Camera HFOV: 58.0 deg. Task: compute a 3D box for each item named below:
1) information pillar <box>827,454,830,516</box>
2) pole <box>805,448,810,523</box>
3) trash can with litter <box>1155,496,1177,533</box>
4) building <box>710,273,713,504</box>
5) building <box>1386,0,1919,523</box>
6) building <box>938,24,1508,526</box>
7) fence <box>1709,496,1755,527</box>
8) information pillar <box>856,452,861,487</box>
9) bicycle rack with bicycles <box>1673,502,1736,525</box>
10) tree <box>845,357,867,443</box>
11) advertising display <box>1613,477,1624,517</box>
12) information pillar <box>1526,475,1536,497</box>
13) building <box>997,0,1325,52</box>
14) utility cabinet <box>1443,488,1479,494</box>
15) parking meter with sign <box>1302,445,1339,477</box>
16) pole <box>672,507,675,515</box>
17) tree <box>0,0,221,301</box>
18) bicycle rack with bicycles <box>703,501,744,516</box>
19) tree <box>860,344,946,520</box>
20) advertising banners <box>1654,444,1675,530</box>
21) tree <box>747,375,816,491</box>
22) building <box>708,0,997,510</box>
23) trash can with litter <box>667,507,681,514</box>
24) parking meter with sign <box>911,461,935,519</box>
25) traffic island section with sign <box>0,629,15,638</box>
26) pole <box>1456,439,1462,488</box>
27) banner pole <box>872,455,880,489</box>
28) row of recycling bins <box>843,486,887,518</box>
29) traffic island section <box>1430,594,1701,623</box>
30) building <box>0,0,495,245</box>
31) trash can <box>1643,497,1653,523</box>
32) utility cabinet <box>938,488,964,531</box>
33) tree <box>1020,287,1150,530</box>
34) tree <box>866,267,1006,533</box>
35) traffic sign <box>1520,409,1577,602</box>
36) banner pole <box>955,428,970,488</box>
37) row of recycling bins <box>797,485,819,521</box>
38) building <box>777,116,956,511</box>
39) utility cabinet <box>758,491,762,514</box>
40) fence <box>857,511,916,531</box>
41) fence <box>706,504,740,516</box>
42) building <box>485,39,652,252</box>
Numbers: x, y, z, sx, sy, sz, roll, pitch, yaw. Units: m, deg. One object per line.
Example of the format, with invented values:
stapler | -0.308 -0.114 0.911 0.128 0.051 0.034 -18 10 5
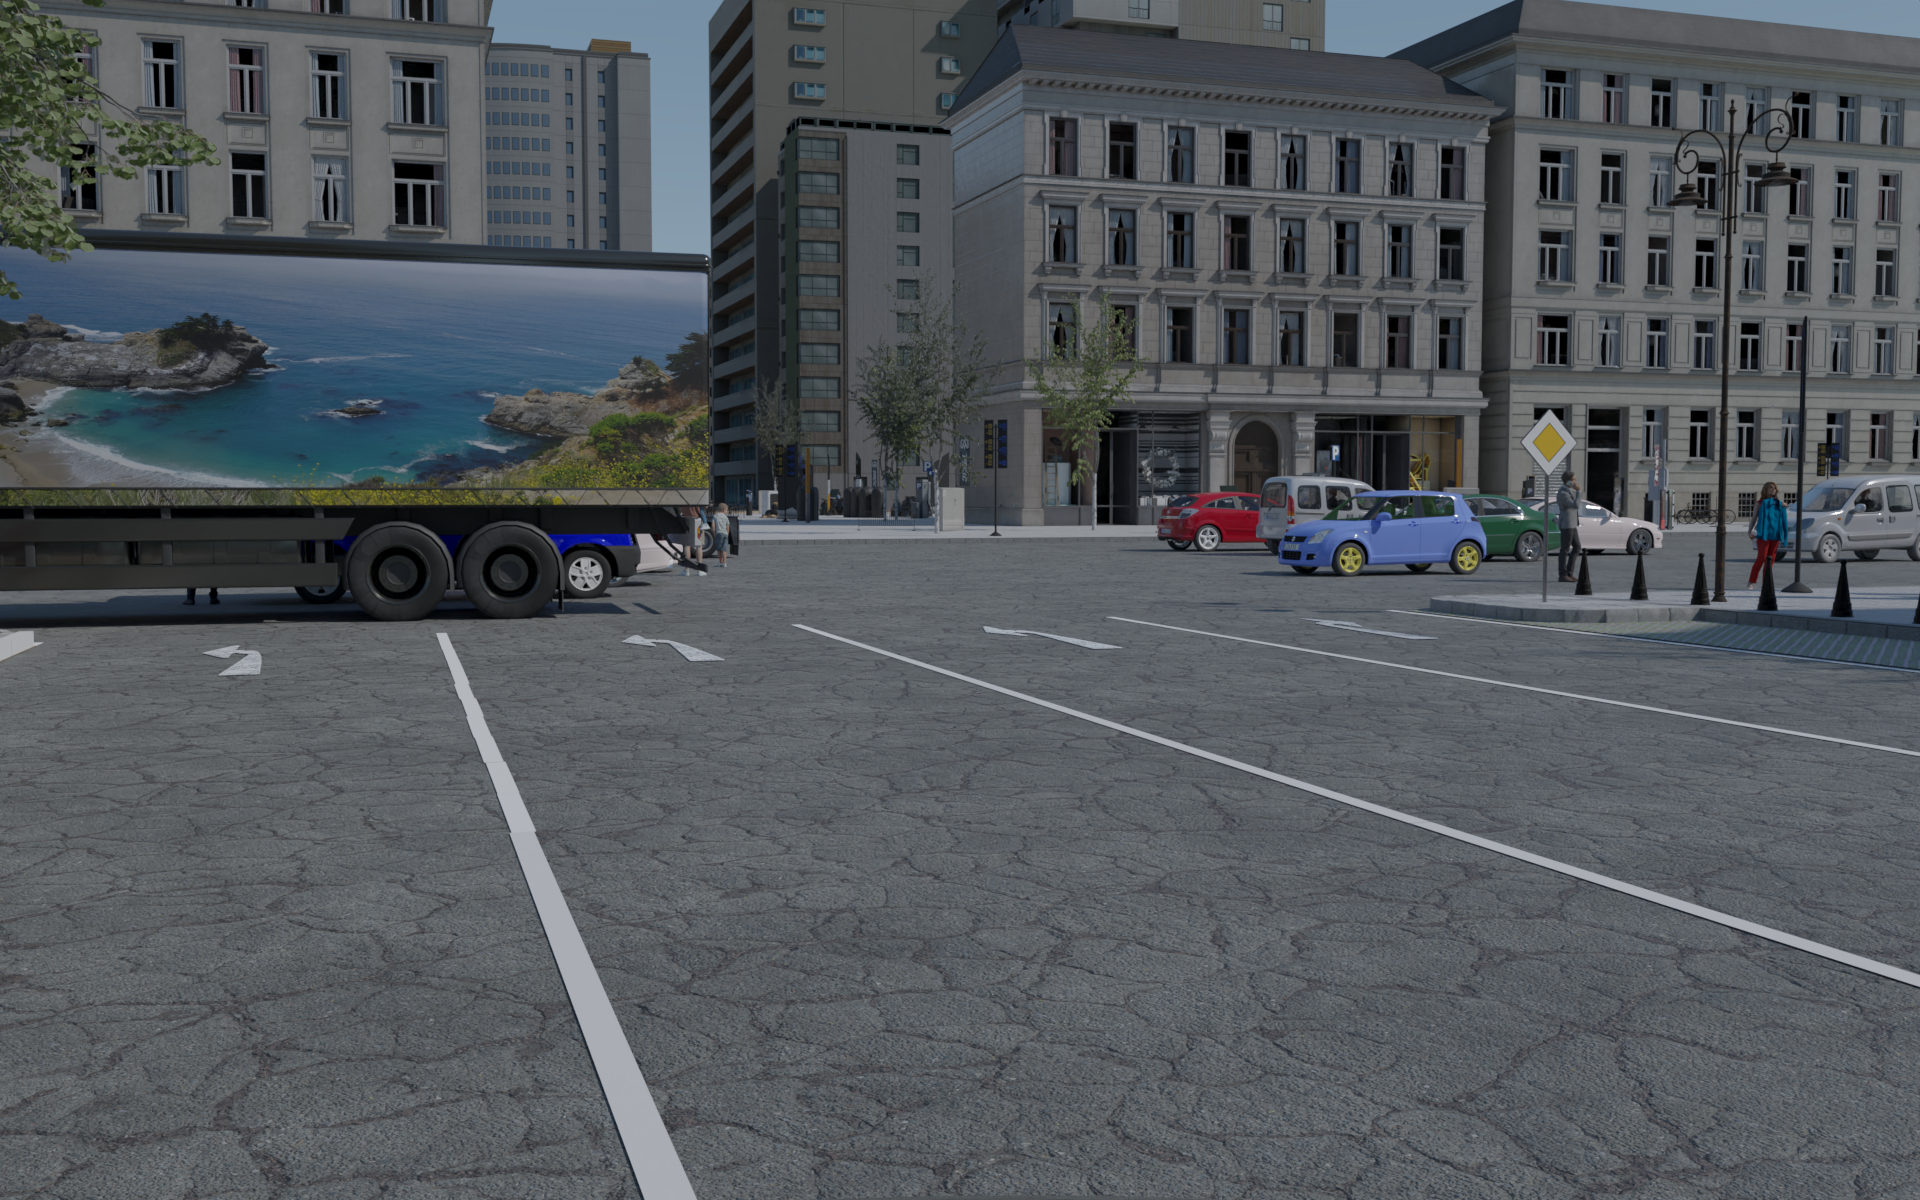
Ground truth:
information pillar | -7.701 -6.735 101.478 0.183 3.616 0.504 -1 4 -11
pole | -6.736 -5.065 76.661 0.158 3.312 0.155 0 3 0
trash can with litter | 7.258 -2.821 57.182 1.678 1.210 2.233 2 4 34
building | -34.419 -27.996 229.442 14.107 30.474 14.160 -1 4 -18
building | 35.027 -15.456 85.993 30.059 22.955 16.112 -1 4 -18
building | 2.362 -13.555 72.529 40.483 20.767 10.553 -1 4 -18
fence | 30.333 -3.470 67.944 2.264 1.192 0.480 -2 4 -31
information pillar | -5.665 -6.433 96.535 0.183 3.616 0.504 -2 4 -31
bicycle rack with bicycles | 31.294 -3.677 73.507 2.925 0.926 2.852 2 4 26
tree | -3.276 -7.978 80.798 4.360 8.622 3.978 0 3 0
advertising display | 25.667 -3.809 67.492 0.123 1.923 0.974 0 4 5
information pillar | 22.401 -3.885 68.012 0.304 2.012 0.304 0 4 6
building | 15.384 -34.955 160.751 27.495 52.752 28.713 -1 4 -18
utility cabinet | 17.427 -3.154 60.247 1.173 1.500 0.318 0 4 -6
parking meter with sign | 12.744 -4.049 62.458 1.738 3.016 0.543 3 5 40
pole | -16.542 -6.480 99.796 0.158 3.312 0.155 0 3 0
tree | -8.191 -5.507 10.624 7.486 12.596 7.792 0 3 0
bicycle rack with bicycles | -12.800 -4.801 91.875 2.852 0.926 2.925 1 4 16
tree | -2.948 -8.308 86.191 4.737 8.622 4.395 0 3 0
advertising banners | 24.924 -3.986 61.356 0.090 3.025 2.074 3 5 41
tree | -11.216 -9.561 106.692 4.360 8.622 3.978 0 3 0
building | -9.944 -32.527 155.512 21.300 48.544 21.600 -1 4 -18
trash can with litter | -18.102 -6.001 109.510 1.055 1.170 0.624 0 4 -2
parking meter with sign | -2.045 -5.819 91.400 0.543 3.016 1.738 2 4 24
traffic island section with sign | -9.560 -0.441 15.340 2.006 1.907 1.989 -1 4 -18
pole | 18.576 -4.324 64.540 0.158 3.312 0.155 0 3 0
banner pole | -5.350 -7.401 111.029 0.863 3.779 0.401 3 4 36
row of recycling bins | -5.203 -5.326 94.187 1.069 1.692 3.534 -3 4 -37
traffic island section | 6.945 0.106 20.548 2.009 0.180 2.903 -1 4 -18
building | -32.304 -14.048 62.963 30.059 22.955 16.112 -1 4 -18
trash can | 29.001 -3.728 72.609 0.748 1.137 0.748 0 3 0
utility cabinet | -0.325 -3.133 59.898 0.318 1.500 1.173 3 5 39
tree | 4.523 -6.778 61.188 4.737 8.622 4.395 0 3 0
tree | -0.696 -6.456 55.920 4.360 8.622 3.978 0 3 0
traffic sign | 6.925 -1.029 20.464 0.795 2.450 0.064 -1 4 -18
banner pole | 0.046 -4.612 65.420 0.863 3.779 0.401 3 4 36
row of recycling bins | -7.351 -4.695 83.872 1.069 1.692 3.534 0 4 -2
building | -7.429 -22.373 137.503 14.160 30.474 14.107 -1 4 -18
utility cabinet | -12.355 -6.282 111.397 1.173 1.500 0.318 -1 4 -16
fence | -2.579 -2.776 60.770 2.069 0.683 0.278 0 4 8
fence | -11.547 -4.234 84.601 2.069 0.683 0.278 2 4 24
building | -55.612 -41.791 225.277 28.212 58.520 21.231 -1 4 -18
